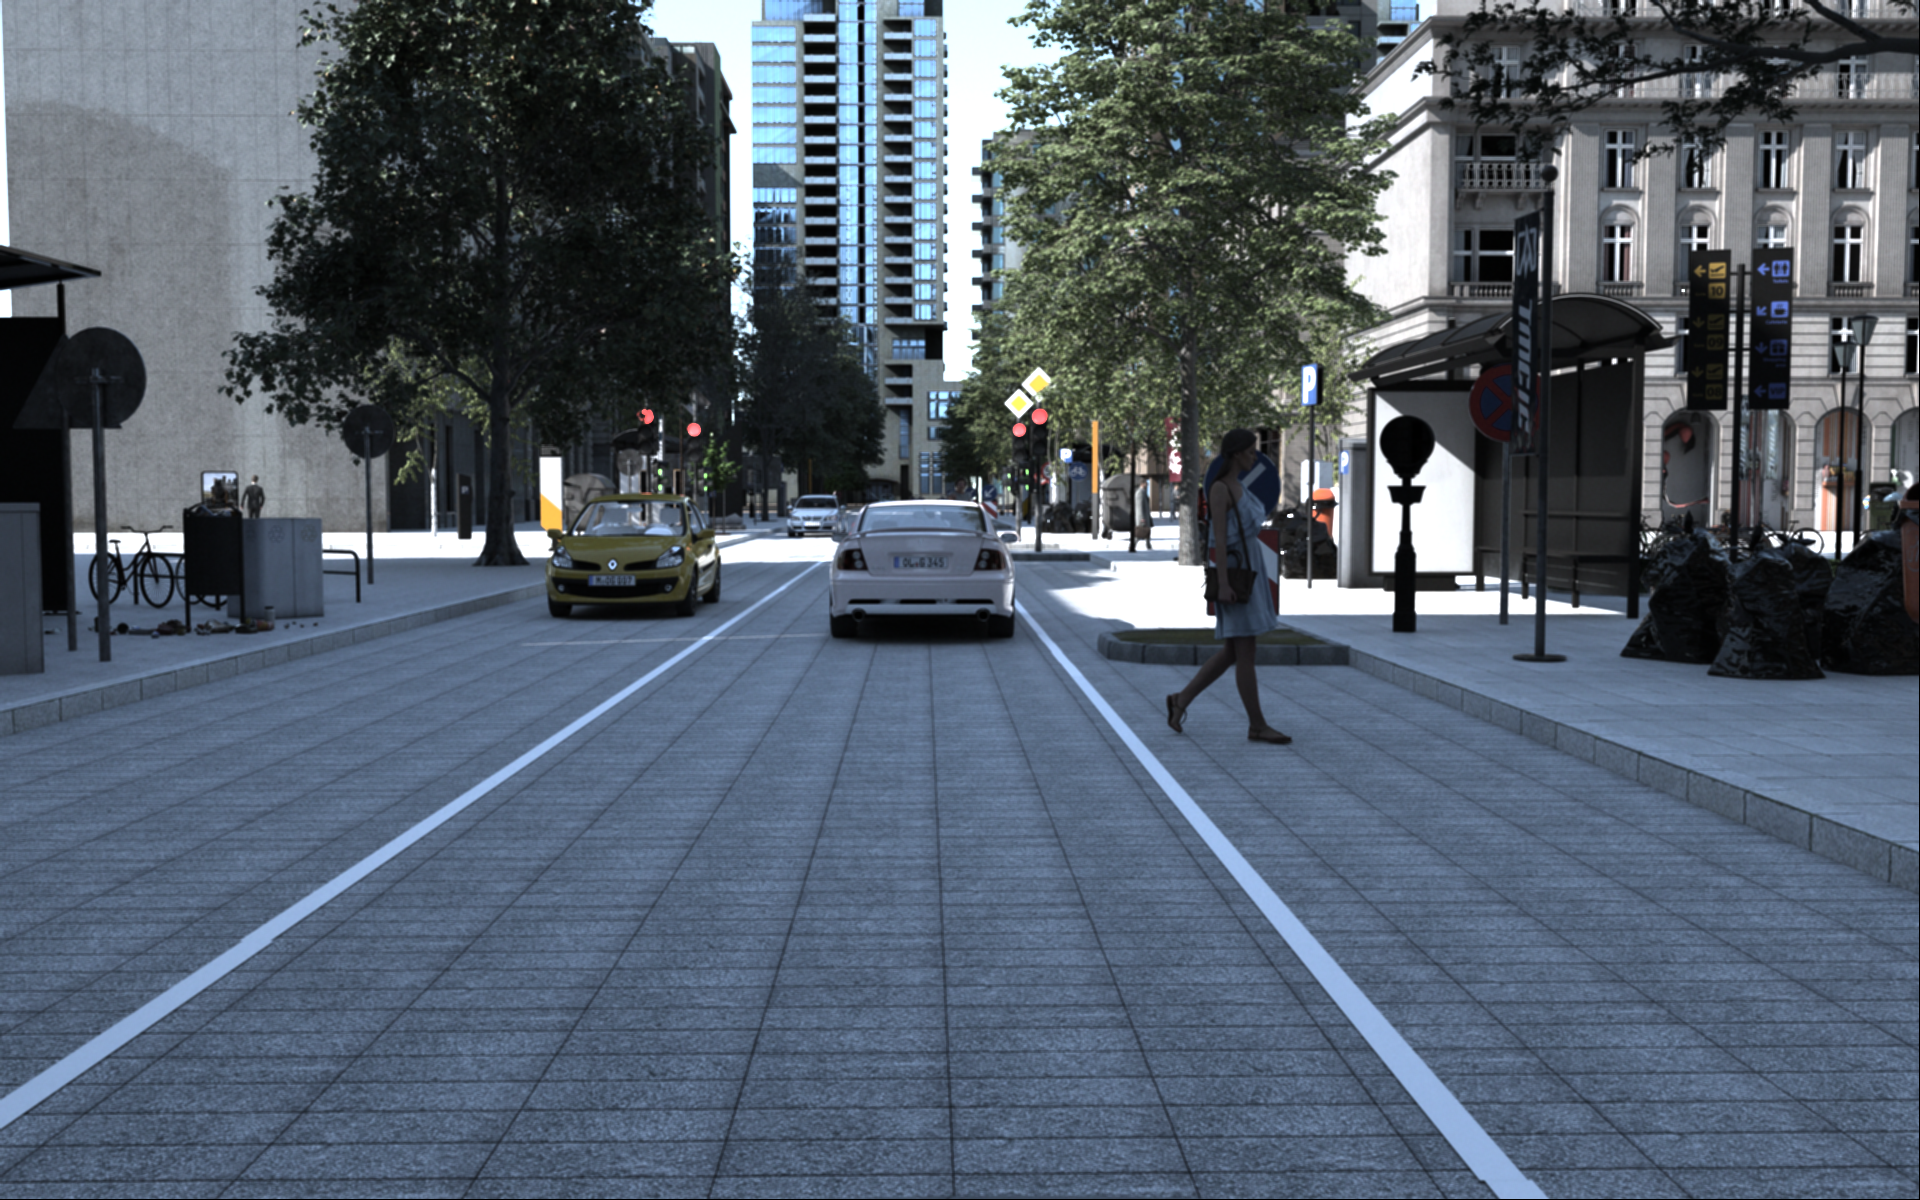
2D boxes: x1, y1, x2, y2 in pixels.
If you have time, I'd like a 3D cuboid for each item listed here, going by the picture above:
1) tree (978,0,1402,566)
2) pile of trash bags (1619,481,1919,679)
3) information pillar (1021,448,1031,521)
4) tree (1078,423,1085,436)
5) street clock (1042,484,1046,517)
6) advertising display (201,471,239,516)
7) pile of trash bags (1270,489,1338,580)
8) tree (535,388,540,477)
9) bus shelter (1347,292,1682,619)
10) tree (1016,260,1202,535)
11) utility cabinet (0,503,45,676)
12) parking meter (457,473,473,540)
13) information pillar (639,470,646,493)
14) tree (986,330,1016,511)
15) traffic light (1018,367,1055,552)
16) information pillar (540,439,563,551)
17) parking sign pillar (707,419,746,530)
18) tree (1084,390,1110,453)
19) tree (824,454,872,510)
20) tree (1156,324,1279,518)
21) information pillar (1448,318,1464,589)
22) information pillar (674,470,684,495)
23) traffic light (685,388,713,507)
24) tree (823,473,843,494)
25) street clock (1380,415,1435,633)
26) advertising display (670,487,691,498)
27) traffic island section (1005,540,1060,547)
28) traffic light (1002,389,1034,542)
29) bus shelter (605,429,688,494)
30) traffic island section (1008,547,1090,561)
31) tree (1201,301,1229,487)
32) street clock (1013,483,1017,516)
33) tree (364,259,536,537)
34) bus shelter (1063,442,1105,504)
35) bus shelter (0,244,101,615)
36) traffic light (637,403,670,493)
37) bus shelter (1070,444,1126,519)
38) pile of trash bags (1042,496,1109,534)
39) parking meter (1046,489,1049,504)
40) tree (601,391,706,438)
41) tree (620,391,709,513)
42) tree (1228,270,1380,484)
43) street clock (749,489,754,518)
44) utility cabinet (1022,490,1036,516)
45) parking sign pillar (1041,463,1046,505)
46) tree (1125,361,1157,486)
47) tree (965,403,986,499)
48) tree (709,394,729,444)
[{"bbox_3d":[3.905,-6.851,30.137,7.486,12.596,7.792,0,3,0],"label":"tree"},{"bbox_3d":[6.187,-0.157,12.318,1.912,1.369,3.447,0,4,-1],"label":"pile of trash bags"},{"bbox_3d":[3.201,-5.612,83.110,0.504,3.616,0.183,-3,4,-38],"label":"information pillar"},{"bbox_3d":[9.044,-9.512,105.889,4.360,8.622,3.978,0,3,0],"label":"tree"},{"bbox_3d":[4.597,-5.720,98.097,0.471,2.002,0.358,-1,4,-14],"label":"street clock"},{"bbox_3d":[-20.943,-2.680,49.028,0.974,1.923,0.123,-3,4,-36],"label":"advertising display"},{"bbox_3d":[5.886,-1.087,27.533,1.912,1.369,3.447,0,4,6],"label":"pile of trash bags"},{"bbox_3d":[-15.729,-6.628,58.730,4.737,8.622,4.395,0,3,0],"label":"tree"},{"bbox_3d":[6.171,-1.606,20.187,2.014,3.302,5.546,0,4,-1],"label":"bus shelter"},{"bbox_3d":[4.662,-6.314,53.604,4.737,8.622,4.395,0,3,0],"label":"tree"},{"bbox_3d":[-7.030,-0.060,12.137,1.020,1.237,0.306,-3,5,-44],"label":"utility cabinet"},{"bbox_3d":[-13.969,-2.639,48.865,0.399,1.863,0.255,-2,4,-26],"label":"parking meter"},{"bbox_3d":[-9.718,-2.988,53.351,0.304,2.012,0.304,-1,4,-14],"label":"information pillar"},{"bbox_3d":[3.545,-6.724,60.297,4.737,8.622,4.395,0,3,0],"label":"tree"},{"bbox_3d":[1.721,-3.020,38.306,0.839,4.253,0.868,0,4,-1],"label":"traffic light"},{"bbox_3d":[-9.144,-2.901,38.788,0.504,3.616,0.183,0,3,0],"label":"information pillar"},{"bbox_3d":[-8.395,-4.497,62.000,1.447,3.967,1.447,3,4,38],"label":"parking sign pillar"},{"bbox_3d":[9.961,-9.178,100.425,4.360,8.622,3.978,0,3,0],"label":"tree"},{"bbox_3d":[-9.575,-9.704,142.377,4.285,4.588,4.351,0,3,0],"label":"tree"},{"bbox_3d":[10.972,-7.296,69.646,4.360,8.622,3.978,0,3,0],"label":"tree"},{"bbox_3d":[6.672,-1.959,23.391,0.183,3.616,0.504,2,4,31],"label":"information pillar"},{"bbox_3d":[-8.463,-2.919,52.224,0.304,2.012,0.304,-1,4,-10],"label":"information pillar"},{"bbox_3d":[-7.009,-3.497,46.090,0.839,4.253,0.868,0,4,-1],"label":"traffic light"},{"bbox_3d":[-9.769,-8.450,132.757,1.663,3.219,1.824,0,3,0],"label":"tree"},{"bbox_3d":[4.146,-0.705,16.099,0.471,2.002,0.358,1,4,22],"label":"street clock"},{"bbox_3d":[-10.756,-3.760,66.690,0.123,1.923,0.974,3,5,41],"label":"advertising display"},{"bbox_3d":[1.591,-1.475,46.404,2.009,0.180,2.903,0,4,-1],"label":"traffic island section"},{"bbox_3d":[1.550,-3.509,46.289,0.839,4.253,0.868,0,4,-1],"label":"traffic light"},{"bbox_3d":[-10.020,-3.823,56.422,2.014,3.302,5.546,0,4,-1],"label":"bus shelter"},{"bbox_3d":[1.762,-0.987,38.420,2.009,0.180,2.903,0,4,-1],"label":"traffic island section"},{"bbox_3d":[8.822,-6.910,63.345,4.737,8.622,4.395,0,3,0],"label":"tree"},{"bbox_3d":[3.256,-6.009,102.810,0.358,2.002,0.471,-3,4,-37],"label":"street clock"},{"bbox_3d":[-15.837,-6.165,51.156,4.737,8.622,4.395,0,3,0],"label":"tree"},{"bbox_3d":[5.885,-5.528,81.662,1.731,3.624,6.357,0,4,-1],"label":"bus shelter"},{"bbox_3d":[-9.857,-1.468,15.291,1.731,3.624,6.357,0,4,-1],"label":"bus shelter"},{"bbox_3d":[-6.838,-3.008,38.107,0.839,4.253,0.868,0,4,-1],"label":"traffic light"},{"bbox_3d":[5.575,-4.781,72.098,2.014,3.302,5.546,0,4,-1],"label":"bus shelter"},{"bbox_3d":[4.400,-2.869,56.656,3.447,1.369,1.912,0,4,-2],"label":"pile of trash bags"},{"bbox_3d":[4.075,-4.271,78.248,0.372,1.533,0.369,0,3,0],"label":"parking meter"},{"bbox_3d":[-12.564,-7.341,70.389,4.737,8.622,4.395,0,3,0],"label":"tree"},{"bbox_3d":[-16.115,-8.604,91.032,4.360,8.622,3.978,0,3,0],"label":"tree"},{"bbox_3d":[11.727,-6.454,55.892,4.737,8.622,4.395,0,3,0],"label":"tree"},{"bbox_3d":[-11.298,-5.463,93.890,0.358,2.002,0.471,3,5,45],"label":"street clock"},{"bbox_3d":[4.101,-5.541,99.267,1.173,1.500,0.318,-3,5,-40],"label":"utility cabinet"},{"bbox_3d":[5.029,-7.230,106.682,1.447,3.967,1.447,0,4,-1],"label":"parking sign pillar"},{"bbox_3d":[11.139,-8.187,84.224,4.360,8.622,3.978,0,3,0],"label":"tree"},{"bbox_3d":[2.661,-9.905,112.304,4.737,8.622,4.395,0,3,0],"label":"tree"},{"bbox_3d":[-17.531,-10.307,118.887,4.360,8.622,3.978,0,3,0],"label":"tree"}]
